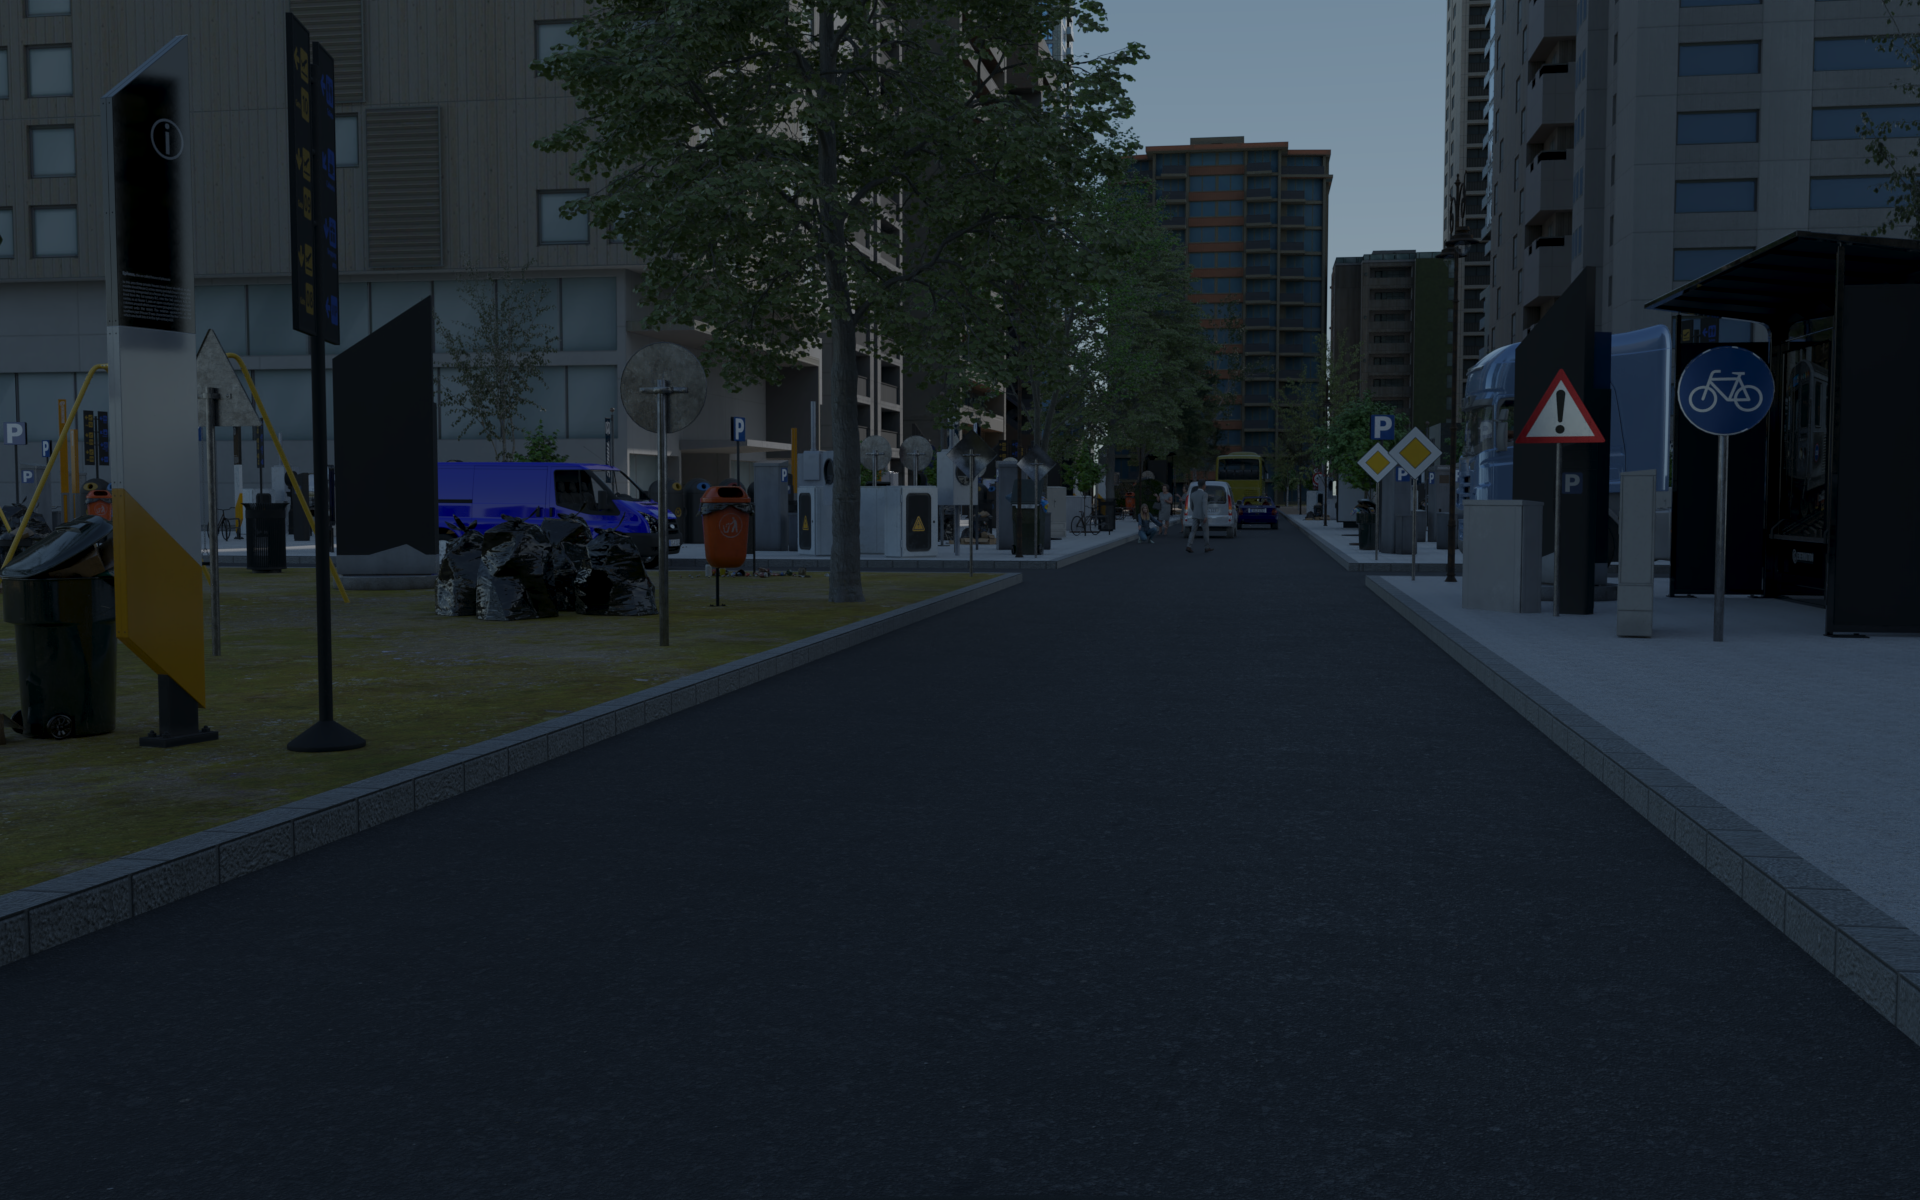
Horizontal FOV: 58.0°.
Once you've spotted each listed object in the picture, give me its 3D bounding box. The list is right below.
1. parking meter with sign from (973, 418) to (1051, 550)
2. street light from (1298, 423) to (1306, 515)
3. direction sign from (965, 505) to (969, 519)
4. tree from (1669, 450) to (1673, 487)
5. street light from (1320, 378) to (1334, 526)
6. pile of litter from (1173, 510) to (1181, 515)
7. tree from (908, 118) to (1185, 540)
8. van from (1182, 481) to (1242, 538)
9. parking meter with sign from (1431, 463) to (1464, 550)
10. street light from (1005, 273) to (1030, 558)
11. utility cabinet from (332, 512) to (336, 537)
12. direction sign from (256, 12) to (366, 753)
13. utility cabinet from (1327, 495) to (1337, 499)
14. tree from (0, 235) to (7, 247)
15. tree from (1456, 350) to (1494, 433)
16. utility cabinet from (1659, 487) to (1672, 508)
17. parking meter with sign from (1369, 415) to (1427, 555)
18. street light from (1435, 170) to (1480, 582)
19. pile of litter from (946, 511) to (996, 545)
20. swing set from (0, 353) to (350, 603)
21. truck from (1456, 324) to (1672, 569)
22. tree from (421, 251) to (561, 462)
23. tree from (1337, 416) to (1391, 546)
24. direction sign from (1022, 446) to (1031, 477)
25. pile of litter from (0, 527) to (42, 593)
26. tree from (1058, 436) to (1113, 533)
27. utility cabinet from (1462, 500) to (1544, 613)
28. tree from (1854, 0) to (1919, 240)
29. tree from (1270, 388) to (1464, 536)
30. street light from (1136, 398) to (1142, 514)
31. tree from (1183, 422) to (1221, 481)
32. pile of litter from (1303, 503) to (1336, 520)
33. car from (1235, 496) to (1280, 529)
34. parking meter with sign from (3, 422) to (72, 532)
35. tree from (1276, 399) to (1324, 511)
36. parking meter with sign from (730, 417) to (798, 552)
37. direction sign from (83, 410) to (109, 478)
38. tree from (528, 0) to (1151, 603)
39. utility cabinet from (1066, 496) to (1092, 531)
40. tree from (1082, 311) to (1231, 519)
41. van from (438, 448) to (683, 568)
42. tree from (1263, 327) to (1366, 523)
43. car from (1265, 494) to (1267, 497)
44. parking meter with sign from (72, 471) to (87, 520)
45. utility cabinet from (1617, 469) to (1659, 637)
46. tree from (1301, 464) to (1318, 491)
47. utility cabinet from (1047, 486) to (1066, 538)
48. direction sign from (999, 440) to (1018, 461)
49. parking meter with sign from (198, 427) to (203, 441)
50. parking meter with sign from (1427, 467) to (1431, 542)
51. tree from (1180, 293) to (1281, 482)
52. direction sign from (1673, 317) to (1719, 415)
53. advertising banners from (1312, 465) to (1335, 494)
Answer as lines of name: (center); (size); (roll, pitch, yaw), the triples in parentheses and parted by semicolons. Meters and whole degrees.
parking meter with sign: (1.208, -2.663, 39.806); (1.738, 3.016, 0.543); (-1, 4, -8)
street light: (21.092, -8.217, 107.129); (0.468, 5.910, 1.993); (1, 4, 10)
direction sign: (0.441, -6.041, 90.763); (0.379, 3.537, 0.876); (-1, 4, -12)
tree: (27.800, -4.491, 68.026); (1.663, 3.219, 1.824); (0, 3, 0)
street light: (14.660, -5.903, 69.301); (0.468, 5.910, 1.993); (1, 4, 10)
pile of litter: (13.304, -5.790, 108.637); (1.176, 0.858, 1.719); (1, 4, 20)
tree: (2.296, -7.474, 47.962); (9.928, 11.665, 9.643); (0, 3, 0)
van: (8.357, -3.098, 57.671); (2.013, 2.044, 4.112); (1, 4, 11)
parking meter with sign: (11.798, -2.702, 40.433); (1.738, 3.016, 0.543); (-3, 5, -41)
street light: (1.200, -3.797, 34.872); (0.468, 5.910, 1.993); (1, 4, 10)
utility cabinet: (-18.500, -2.642, 51.882); (0.318, 1.500, 1.173); (2, 4, 24)
direction sign: (-3.209, -1.020, 8.669); (0.379, 3.537, 0.876); (0, 4, -8)
utility cabinet: (21.286, -5.340, 98.462); (1.020, 1.237, 0.306); (2, 4, 30)
tree: (-5.061, -1.341, 5.645); (4.285, 4.588, 4.351); (0, 3, 0)
tree: (26.615, -8.229, 84.904); (4.737, 8.622, 4.395); (0, 3, 0)
utility cabinet: (22.686, -2.872, 55.643); (0.318, 1.500, 1.173); (-1, 4, -21)
parking meter with sign: (9.395, -2.512, 37.340); (0.543, 3.016, 1.738); (0, 4, -8)
street light: (7.180, -3.203, 25.153); (0.468, 5.910, 1.993); (1, 4, 10)
pile of litter: (0.473, -1.851, 44.226); (1.719, 0.858, 1.176); (3, 4, 37)
swing set: (-9.098, -1.369, 20.005); (3.119, 2.851, 2.862); (3, 4, 36)
truck: (17.001, -2.314, 27.595); (18.799, 4.110, 2.967); (1, 4, 9)
tree: (-13.772, -6.189, 51.552); (4.360, 8.622, 3.978); (0, 3, 0)
tree: (10.246, -2.986, 43.429); (1.663, 3.219, 1.824); (0, 3, 0)
direction sign: (3.070, -5.438, 80.906); (0.876, 3.537, 0.379); (0, 4, 3)
pile of litter: (-12.442, -0.533, 22.678); (1.719, 0.858, 1.176); (1, 4, 11)
tree: (4.011, -3.848, 57.510); (1.663, 3.219, 1.824); (0, 3, 0)
utility cabinet: (5.977, -0.485, 19.099); (0.306, 1.237, 1.020); (-1, 4, -21)
tree: (13.306, -4.383, 22.028); (4.360, 8.622, 3.978); (0, 3, 0)
tree: (12.519, -4.240, 53.034); (4.285, 4.588, 4.351); (0, 3, 0)
street light: (7.539, -6.086, 72.292); (0.468, 5.910, 1.993); (1, 4, 10)
tree: (24.749, -13.752, 175.204); (4.360, 8.622, 3.978); (0, 3, 0)
pile of litter: (17.648, -4.337, 84.872); (1.719, 0.858, 1.176); (1, 4, 10)
car: (12.241, -3.604, 71.499); (1.945, 1.354, 3.894); (1, 4, 9)
parking meter with sign: (-22.832, -2.849, 42.849); (0.543, 3.016, 1.738); (0, 4, 3)
tree: (26.395, -11.231, 133.984); (4.360, 8.622, 3.978); (0, 3, 0)
parking meter with sign: (-4.250, -2.611, 38.955); (1.738, 3.016, 0.543); (1, 4, 21)
direction sign: (-23.514, -3.377, 47.212); (0.379, 3.537, 0.876); (1, 4, 15)
tree: (-1.773, -6.262, 20.504); (7.486, 12.596, 7.792); (0, 3, 0)
utility cabinet: (4.094, -3.033, 60.753); (1.020, 1.237, 0.306); (-1, 4, -19)
tree: (9.295, -9.401, 88.111); (7.601, 10.594, 8.767); (3, 4, 36)
van: (-7.919, -1.750, 32.992); (5.245, 2.365, 2.240); (1, 4, 11)
tree: (16.119, -7.734, 76.806); (4.737, 8.622, 4.395); (0, 3, 0)
car: (19.752, -6.666, 117.667); (2.281, 1.827, 5.304); (0, 4, 8)
parking meter with sign: (-28.929, -3.689, 56.581); (0.543, 3.016, 1.738); (3, 4, 39)
utility cabinet: (6.205, -0.442, 15.902); (0.318, 1.500, 1.173); (1, 4, 22)
tree: (22.553, -7.036, 109.641); (1.663, 3.219, 1.824); (0, 3, 0)
utility cabinet: (2.588, -2.543, 50.260); (1.173, 1.500, 0.318); (-3, 5, -44)
direction sign: (2.051, -4.920, 72.442); (0.876, 3.537, 0.379); (0, 4, 2)
parking meter with sign: (-17.590, -2.649, 39.567); (0.543, 3.016, 1.738); (-2, 4, -25)
parking meter with sign: (12.887, -3.060, 46.284); (1.738, 3.016, 0.543); (-1, 4, -12)
tree: (23.321, -18.832, 163.789); (12.611, 20.169, 13.585); (0, 3, 0)
direction sign: (9.506, -1.862, 22.442); (0.379, 3.537, 0.876); (-1, 4, -12)
advertising banners: (21.740, -6.485, 102.225); (2.074, 3.025, 0.090); (1, 4, 21)
